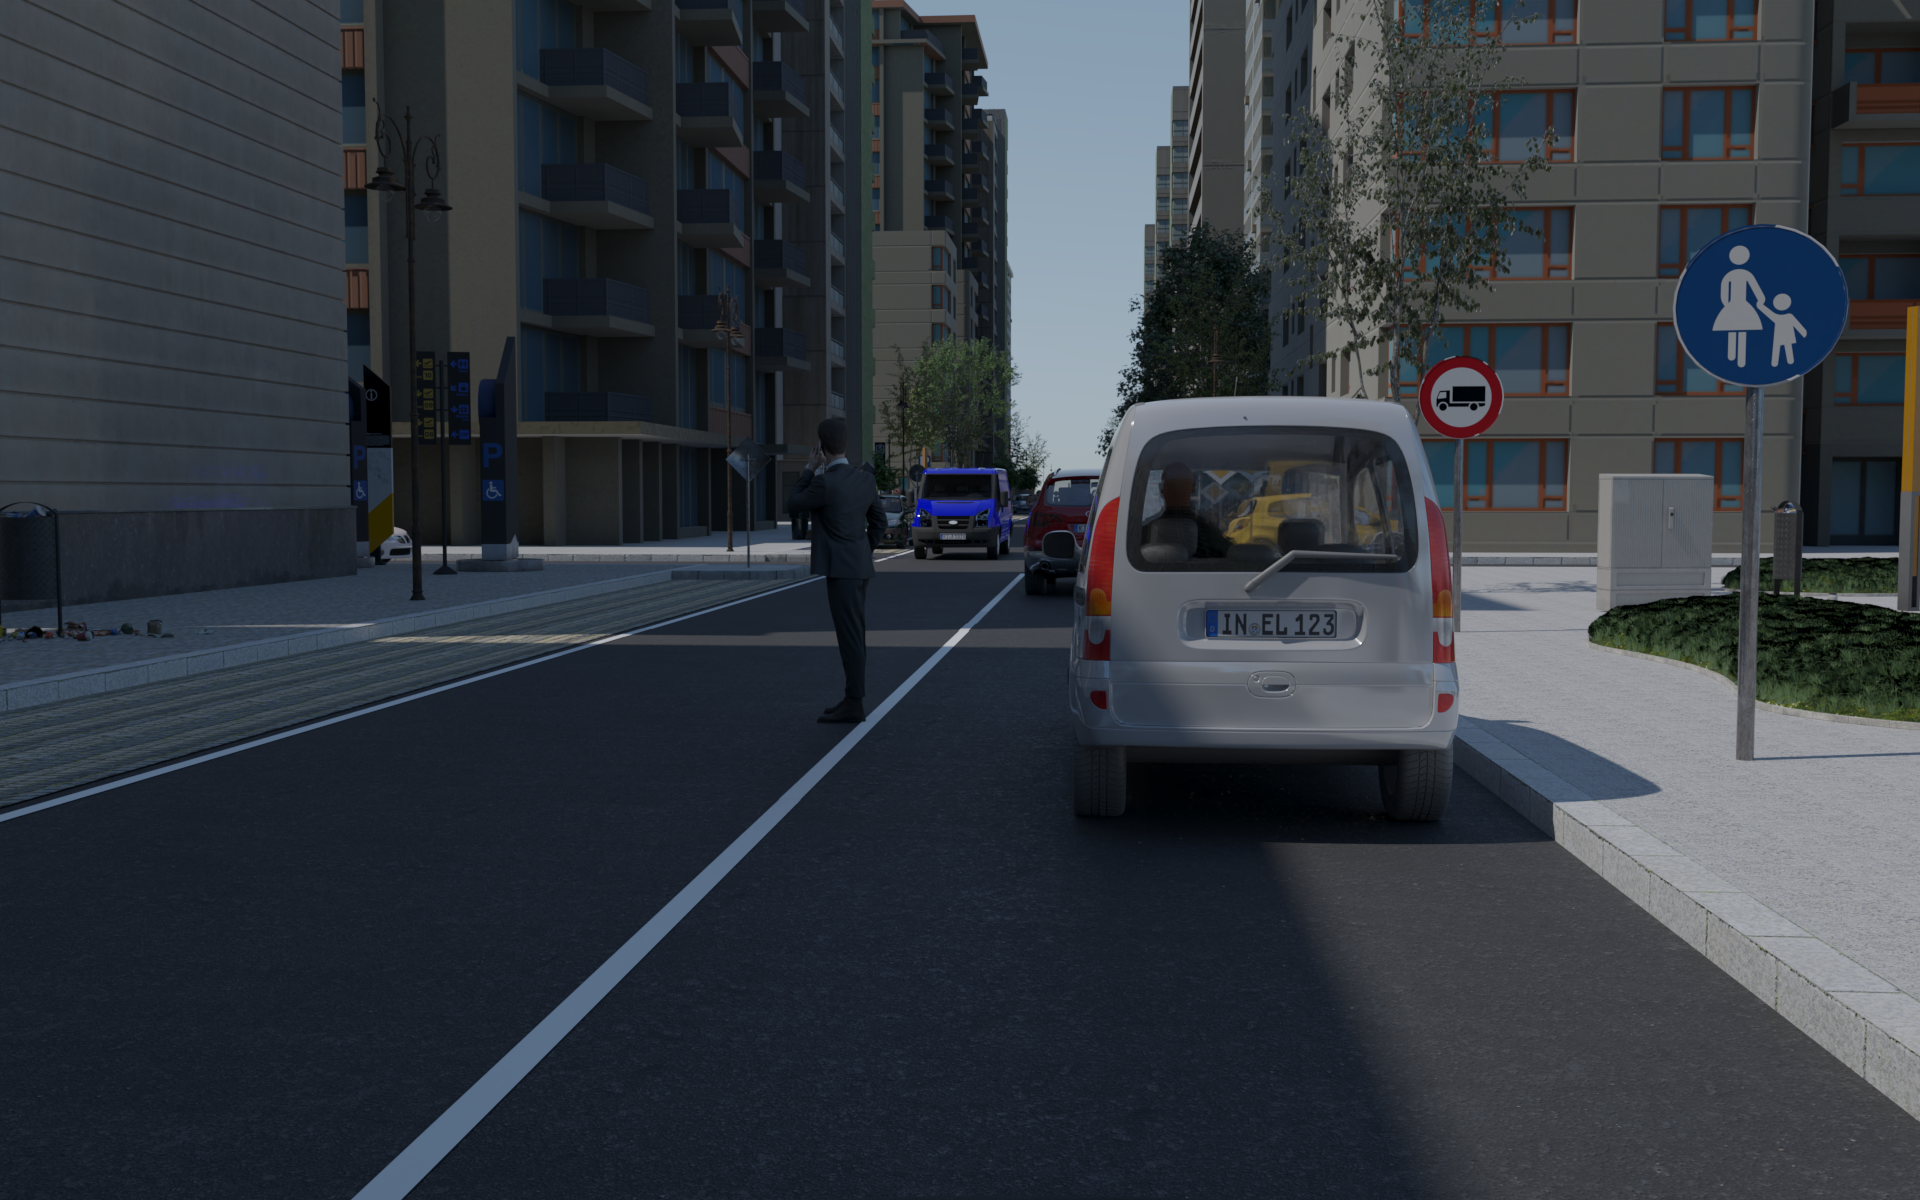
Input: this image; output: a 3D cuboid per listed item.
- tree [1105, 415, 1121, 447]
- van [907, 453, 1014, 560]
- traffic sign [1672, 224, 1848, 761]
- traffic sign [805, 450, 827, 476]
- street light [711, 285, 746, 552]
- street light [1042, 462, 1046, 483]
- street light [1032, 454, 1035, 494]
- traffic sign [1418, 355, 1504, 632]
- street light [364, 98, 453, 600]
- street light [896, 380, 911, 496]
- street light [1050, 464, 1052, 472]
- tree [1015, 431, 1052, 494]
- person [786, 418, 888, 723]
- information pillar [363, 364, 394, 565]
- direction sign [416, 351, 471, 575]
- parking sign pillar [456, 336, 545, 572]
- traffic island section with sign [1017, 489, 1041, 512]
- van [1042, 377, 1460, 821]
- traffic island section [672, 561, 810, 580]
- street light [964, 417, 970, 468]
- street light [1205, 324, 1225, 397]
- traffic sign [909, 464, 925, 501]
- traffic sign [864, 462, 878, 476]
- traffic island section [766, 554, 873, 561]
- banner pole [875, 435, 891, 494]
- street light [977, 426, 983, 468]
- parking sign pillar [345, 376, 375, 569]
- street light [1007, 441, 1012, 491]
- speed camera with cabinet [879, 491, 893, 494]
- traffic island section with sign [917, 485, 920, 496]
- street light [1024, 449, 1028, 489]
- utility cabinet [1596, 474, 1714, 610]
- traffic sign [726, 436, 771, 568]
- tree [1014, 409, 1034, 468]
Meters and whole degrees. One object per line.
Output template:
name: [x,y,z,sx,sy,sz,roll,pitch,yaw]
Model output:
tree: [20.058,-16.507,195.640,9.928,11.665,9.643,0,3,0]
van: [0.101,-2.163,39.747,2.240,2.365,5.245,0,4,6]
traffic sign: [3.790,-0.500,8.286,0.768,2.556,0.104,1,4,14]
traffic sign: [-3.005,-2.104,38.044,0.795,2.450,0.064,0,4,5]
street light: [-5.116,-4.013,38.393,0.468,5.910,1.993,0,4,5]
street light: [11.119,-15.741,230.149,0.468,5.910,1.993,0,4,5]
street light: [8.392,-13.758,197.735,0.468,5.910,1.993,0,4,5]
traffic sign: [4.609,-0.973,16.015,0.768,2.556,0.104,0,4,5]
street light: [-6.563,-2.935,20.779,0.468,5.910,1.993,0,4,5]
street light: [-2.295,-5.963,70.289,0.468,5.910,1.993,0,4,5]
street light: [13.799,-17.692,262.056,0.468,5.910,1.993,0,4,5]
tree: [8.492,-15.367,201.615,4.737,8.622,4.395,0,3,0]
person: [-0.784,-0.187,10.922,0.474,1.900,0.648,2,4,24]
information pillar: [-10.481,-2.437,31.199,0.504,3.616,0.183,0,4,-3]
direction sign: [-8.236,-2.177,27.597,0.876,3.537,0.379,-1,4,-11]
parking sign pillar: [-7.737,-2.482,29.056,1.447,3.967,1.447,0,4,-6]
traffic island section with sign: [5.330,-7.861,137.156,1.989,1.847,2.006,0,4,5]
van: [1.418,-0.122,9.015,2.013,2.044,4.112,0,4,4]
traffic island section: [-3.700,-0.481,30.151,2.009,0.180,2.903,0,4,5]
street light: [0.385,-7.915,102.196,0.468,5.910,1.993,0,4,5]
street light: [6.926,-4.550,47.172,0.468,5.910,1.993,0,4,5]
traffic sign: [-1.809,-4.503,73.728,0.768,2.556,0.104,1,4,9]
traffic sign: [-3.316,-3.698,61.646,0.795,2.450,0.064,1,4,10]
traffic island section: [-3.029,-0.968,38.108,2.009,0.180,2.903,0,4,5]
banner pole: [-3.219,-5.095,73.325,0.863,3.779,0.401,0,4,5]
street light: [1.358,-8.717,115.302,0.468,5.910,1.993,0,4,5]
parking sign pillar: [-10.973,-2.546,30.107,1.447,3.967,1.447,1,4,19]
street light: [4.169,-10.667,147.199,0.468,5.910,1.993,0,4,5]
speed camera with cabinet: [-4.685,-7.106,110.525,0.660,3.252,2.038,2,4,32]
traffic island section with sign: [-1.161,-3.157,60.248,1.989,1.847,2.006,0,4,5]
street light: [6.873,-12.619,179.104,0.468,5.910,1.993,0,4,5]
utility cabinet: [7.568,-0.622,18.850,1.173,1.500,0.318,-1,4,-8]
traffic sign: [-3.676,-1.617,30.087,0.795,2.450,0.064,0,4,5]
tree: [4.472,-12.276,151.067,4.360,8.622,3.978,0,3,0]
